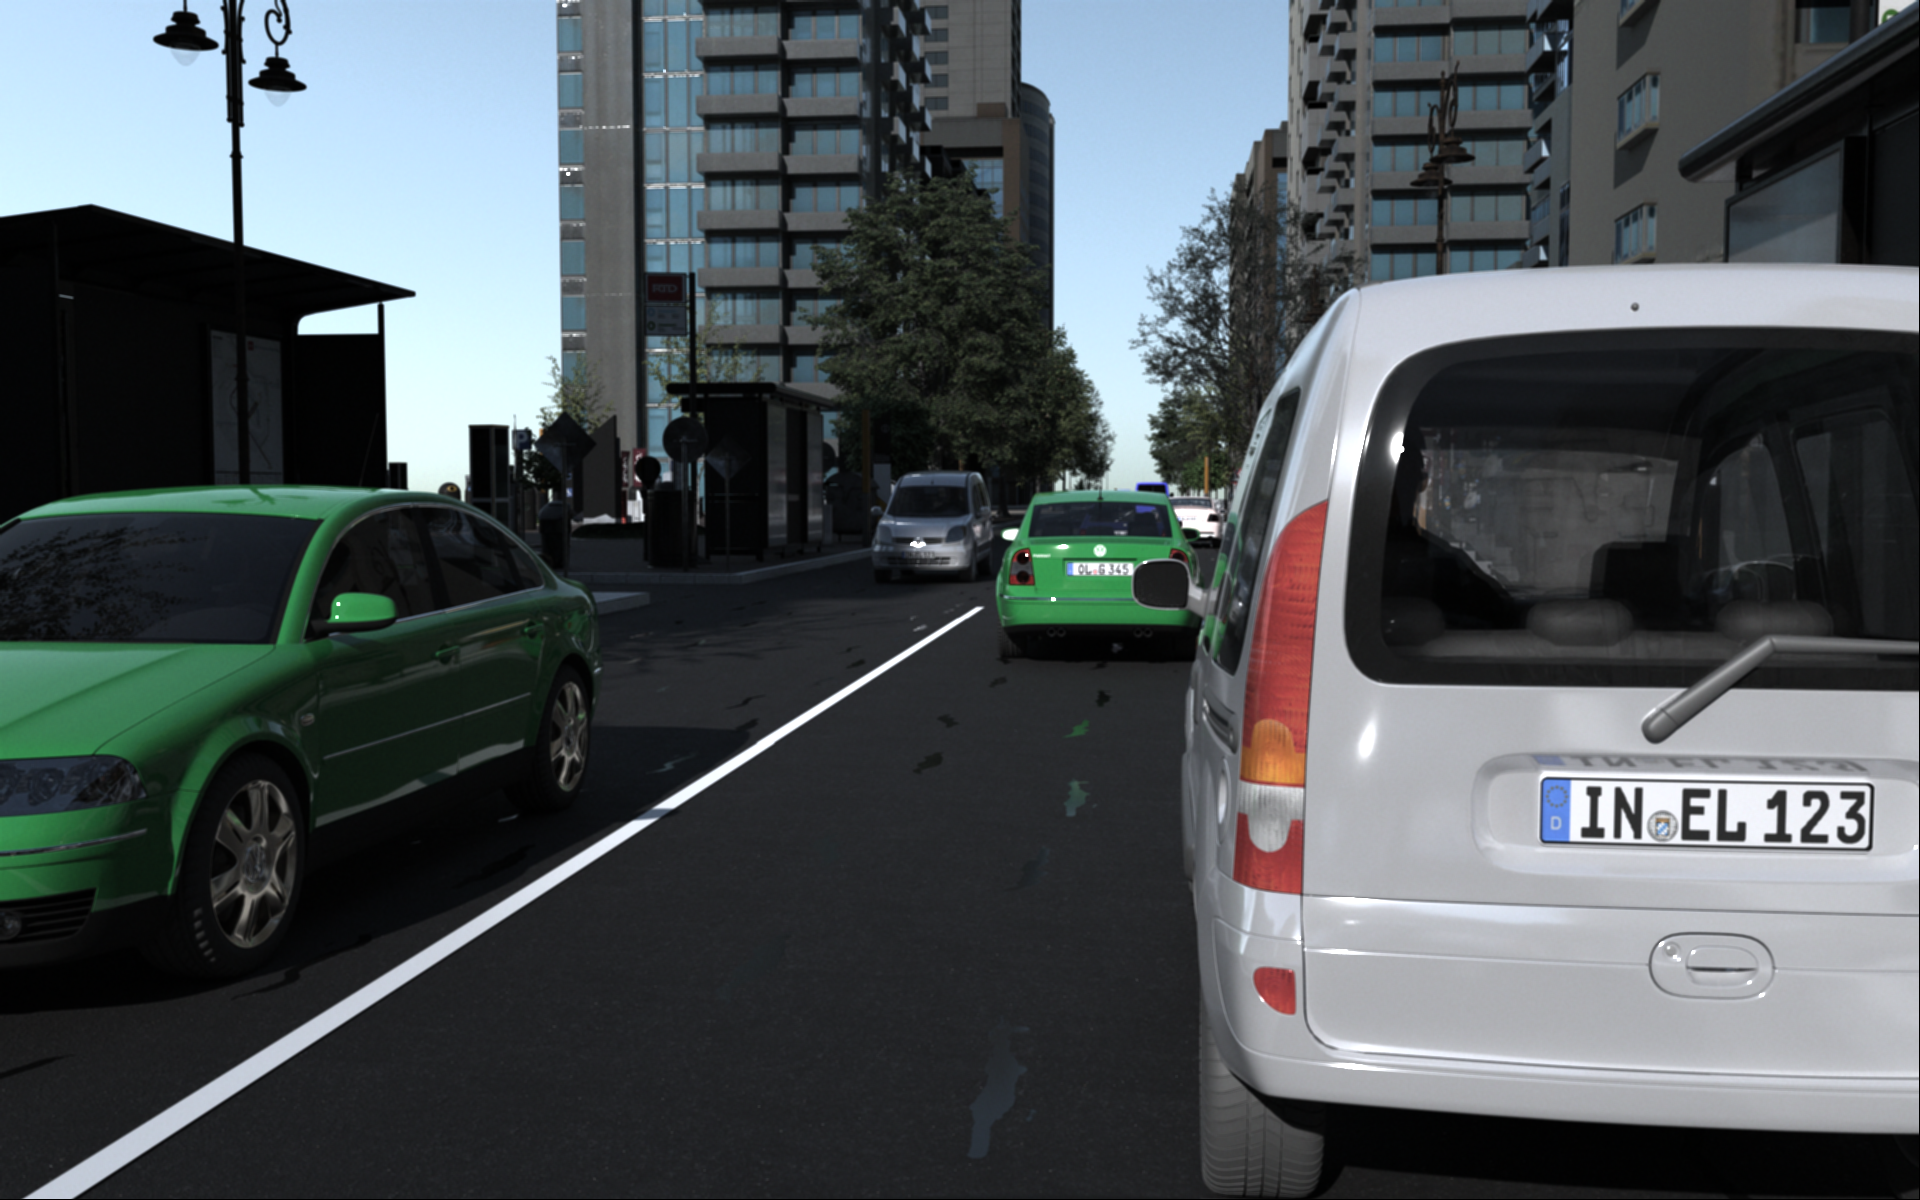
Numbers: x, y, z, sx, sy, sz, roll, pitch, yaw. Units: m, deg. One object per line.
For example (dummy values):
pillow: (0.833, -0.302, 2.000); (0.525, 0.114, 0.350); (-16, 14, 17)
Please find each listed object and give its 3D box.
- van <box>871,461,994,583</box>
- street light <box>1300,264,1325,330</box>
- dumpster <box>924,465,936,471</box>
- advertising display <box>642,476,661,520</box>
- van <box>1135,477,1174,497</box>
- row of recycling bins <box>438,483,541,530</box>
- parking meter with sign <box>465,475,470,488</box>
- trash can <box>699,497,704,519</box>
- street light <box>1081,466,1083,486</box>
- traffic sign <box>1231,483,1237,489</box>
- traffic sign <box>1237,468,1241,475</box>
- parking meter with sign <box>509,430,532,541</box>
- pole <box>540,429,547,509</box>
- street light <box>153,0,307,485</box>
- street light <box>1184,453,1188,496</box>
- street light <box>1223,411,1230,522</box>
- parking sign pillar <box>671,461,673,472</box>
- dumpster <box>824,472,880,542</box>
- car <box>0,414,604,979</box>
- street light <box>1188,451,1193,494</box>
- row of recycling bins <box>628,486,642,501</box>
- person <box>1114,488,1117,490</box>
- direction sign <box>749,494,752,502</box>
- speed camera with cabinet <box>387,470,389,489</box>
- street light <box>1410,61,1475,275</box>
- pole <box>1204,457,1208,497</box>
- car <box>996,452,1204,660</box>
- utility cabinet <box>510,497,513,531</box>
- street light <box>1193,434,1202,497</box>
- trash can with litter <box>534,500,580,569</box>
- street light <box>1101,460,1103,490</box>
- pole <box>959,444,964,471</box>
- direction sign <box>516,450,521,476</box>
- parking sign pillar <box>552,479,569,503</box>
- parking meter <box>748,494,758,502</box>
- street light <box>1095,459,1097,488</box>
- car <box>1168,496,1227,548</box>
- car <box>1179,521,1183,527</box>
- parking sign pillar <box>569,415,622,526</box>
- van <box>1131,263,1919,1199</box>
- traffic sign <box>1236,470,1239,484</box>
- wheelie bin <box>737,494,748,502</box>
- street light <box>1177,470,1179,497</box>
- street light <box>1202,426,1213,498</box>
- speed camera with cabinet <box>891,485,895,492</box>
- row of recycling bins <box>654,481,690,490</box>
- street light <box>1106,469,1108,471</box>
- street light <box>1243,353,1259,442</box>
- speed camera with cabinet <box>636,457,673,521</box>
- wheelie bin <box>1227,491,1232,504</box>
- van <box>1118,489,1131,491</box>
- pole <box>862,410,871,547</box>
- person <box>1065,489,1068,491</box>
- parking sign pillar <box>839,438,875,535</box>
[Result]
van: (-0.413, -1.369, 29.391); (2.013, 2.044, 4.112); (0, 4, 7)
street light: (7.122, -3.800, 34.925); (0.468, 5.910, 1.993); (0, 4, 7)
dumpster: (-1.317, -3.355, 57.342); (1.502, 2.255, 1.985); (0, 4, 6)
advertising display: (-10.697, -3.361, 60.166); (0.123, 1.923, 0.974); (2, 4, 25)
van: (10.266, -5.385, 92.424); (2.240, 2.365, 5.245); (0, 4, 7)
row of recycling bins: (-16.956, -3.365, 62.123); (3.534, 1.692, 1.069); (0, 4, 1)
parking meter with sign: (-19.599, -4.515, 70.075); (1.738, 3.016, 0.543); (1, 4, 18)
trash can: (-13.811, -4.854, 91.018); (0.748, 1.137, 0.748); (0, 3, 0)
street light: (12.157, -12.209, 172.404); (0.468, 5.910, 1.993); (0, 4, 7)
traffic sign: (15.451, -5.934, 97.127); (0.768, 2.556, 0.104); (0, 4, 7)
traffic sign: (14.026, -5.300, 86.660); (0.884, 2.594, 0.081); (1, 4, 14)
parking meter with sign: (-12.070, -3.050, 46.134); (0.543, 3.016, 1.738); (1, 4, 15)
pole: (-13.004, -3.686, 54.102); (0.158, 3.312, 0.155); (0, 3, 0)
street light: (-5.975, -2.543, 14.371); (0.468, 5.910, 1.993); (0, 4, 7)
street light: (23.580, -12.561, 178.153); (0.468, 5.910, 1.993); (0, 4, 7)
street light: (12.152, -6.504, 79.134); (0.468, 5.910, 1.993); (0, 4, 7)
parking sign pillar: (-16.470, -6.818, 99.950); (1.447, 3.967, 1.447); (-1, 4, -14)
dumpster: (-2.876, -2.445, 45.735); (1.264, 1.857, 1.865); (0, 4, 6)
car: (-2.800, 0.134, 6.601); (1.959, 1.807, 4.718); (0, 4, 7)
street light: (21.008, -11.175, 155.497); (0.468, 5.910, 1.993); (0, 4, 7)
row of recycling bins: (-13.998, -4.257, 76.712); (1.069, 1.692, 3.534); (0, 4, 2)
person: (10.397, -6.543, 115.607); (1.348, 1.807, 0.705); (-1, 4, -13)
direction sign: (-5.036, -3.039, 41.677); (0.379, 3.537, 0.876); (1, 4, 8)
speed camera with cabinet: (-20.709, -4.062, 60.754); (0.660, 3.252, 2.038); (1, 4, 9)
street light: (5.274, -2.832, 19.091); (0.468, 5.910, 1.993); (0, 4, 7)
pole: (13.417, -6.147, 94.343); (0.158, 3.312, 0.155); (0, 3, 0)
car: (1.328, -0.467, 16.427); (1.959, 1.807, 4.718); (0, 4, 5)
utility cabinet: (-10.792, -1.809, 40.731); (0.306, 1.237, 1.020); (-2, 4, -31)
street light: (18.282, -9.761, 132.386); (0.468, 5.910, 1.993); (0, 4, 7)
trash can with litter: (-6.999, -1.122, 29.724); (0.624, 1.170, 1.055); (1, 4, 11)
street light: (19.054, -15.920, 233.074); (0.468, 5.910, 1.993); (0, 4, 7)
pole: (0.072, -4.697, 70.637); (0.158, 3.312, 0.155); (0, 3, 0)
direction sign: (-21.353, -5.623, 83.933); (0.379, 3.537, 0.876); (0, 4, 6)
parking sign pillar: (-15.520, -4.970, 69.724); (1.447, 3.967, 1.447); (1, 4, 10)
parking meter: (-7.137, -3.143, 59.794); (0.372, 1.533, 0.369); (0, 3, 0)
street light: (16.488, -14.568, 210.975); (0.468, 5.910, 1.993); (0, 4, 7)
car: (6.272, -2.152, 47.550); (2.083, 1.381, 4.827); (0, 4, 8)
car: (2.903, -1.076, 30.173); (1.945, 1.354, 3.894); (0, 4, 6)
parking sign pillar: (-12.279, -4.339, 59.415); (1.447, 3.967, 1.447); (1, 4, 22)
van: (1.473, 0.135, 4.808); (2.013, 2.044, 4.112); (0, 4, 7)
traffic sign: (14.998, -5.680, 92.979); (0.768, 2.556, 0.104); (0, 4, 8)
wheelie bin: (-13.216, -5.983, 105.731); (0.693, 1.594, 0.980); (-3, 5, -42)
street light: (30.378, -16.210, 237.828); (0.468, 5.910, 1.993); (0, 4, 7)
street light: (15.684, -8.349, 109.299); (0.468, 5.910, 1.993); (0, 4, 7)
speed camera with cabinet: (-2.287, -4.905, 74.531); (0.660, 3.252, 2.038); (3, 5, 45)
row of recycling bins: (-9.509, -3.055, 57.057); (1.069, 1.692, 3.534); (0, 4, -3)
street light: (21.690, -17.277, 255.270); (0.468, 5.910, 1.993); (0, 4, 7)
street light: (9.562, -5.153, 57.038); (0.468, 5.910, 1.993); (0, 4, 7)
speed camera with cabinet: (-12.407, -4.728, 71.643); (0.660, 3.252, 2.038); (3, 5, 41)
wheelie bin: (15.917, -5.689, 100.928); (0.693, 1.594, 0.980); (0, 4, 3)
van: (21.039, -13.346, 222.584); (2.240, 2.365, 5.245); (0, 4, 8)
pole: (-2.266, -2.940, 41.906); (0.158, 3.312, 0.155); (0, 3, 0)
person: (6.674, -6.003, 107.439); (1.217, 1.735, 0.721); (-2, 4, -29)
parking sign pillar: (-3.188, -4.081, 55.194); (1.447, 3.967, 1.447); (1, 4, 12)
